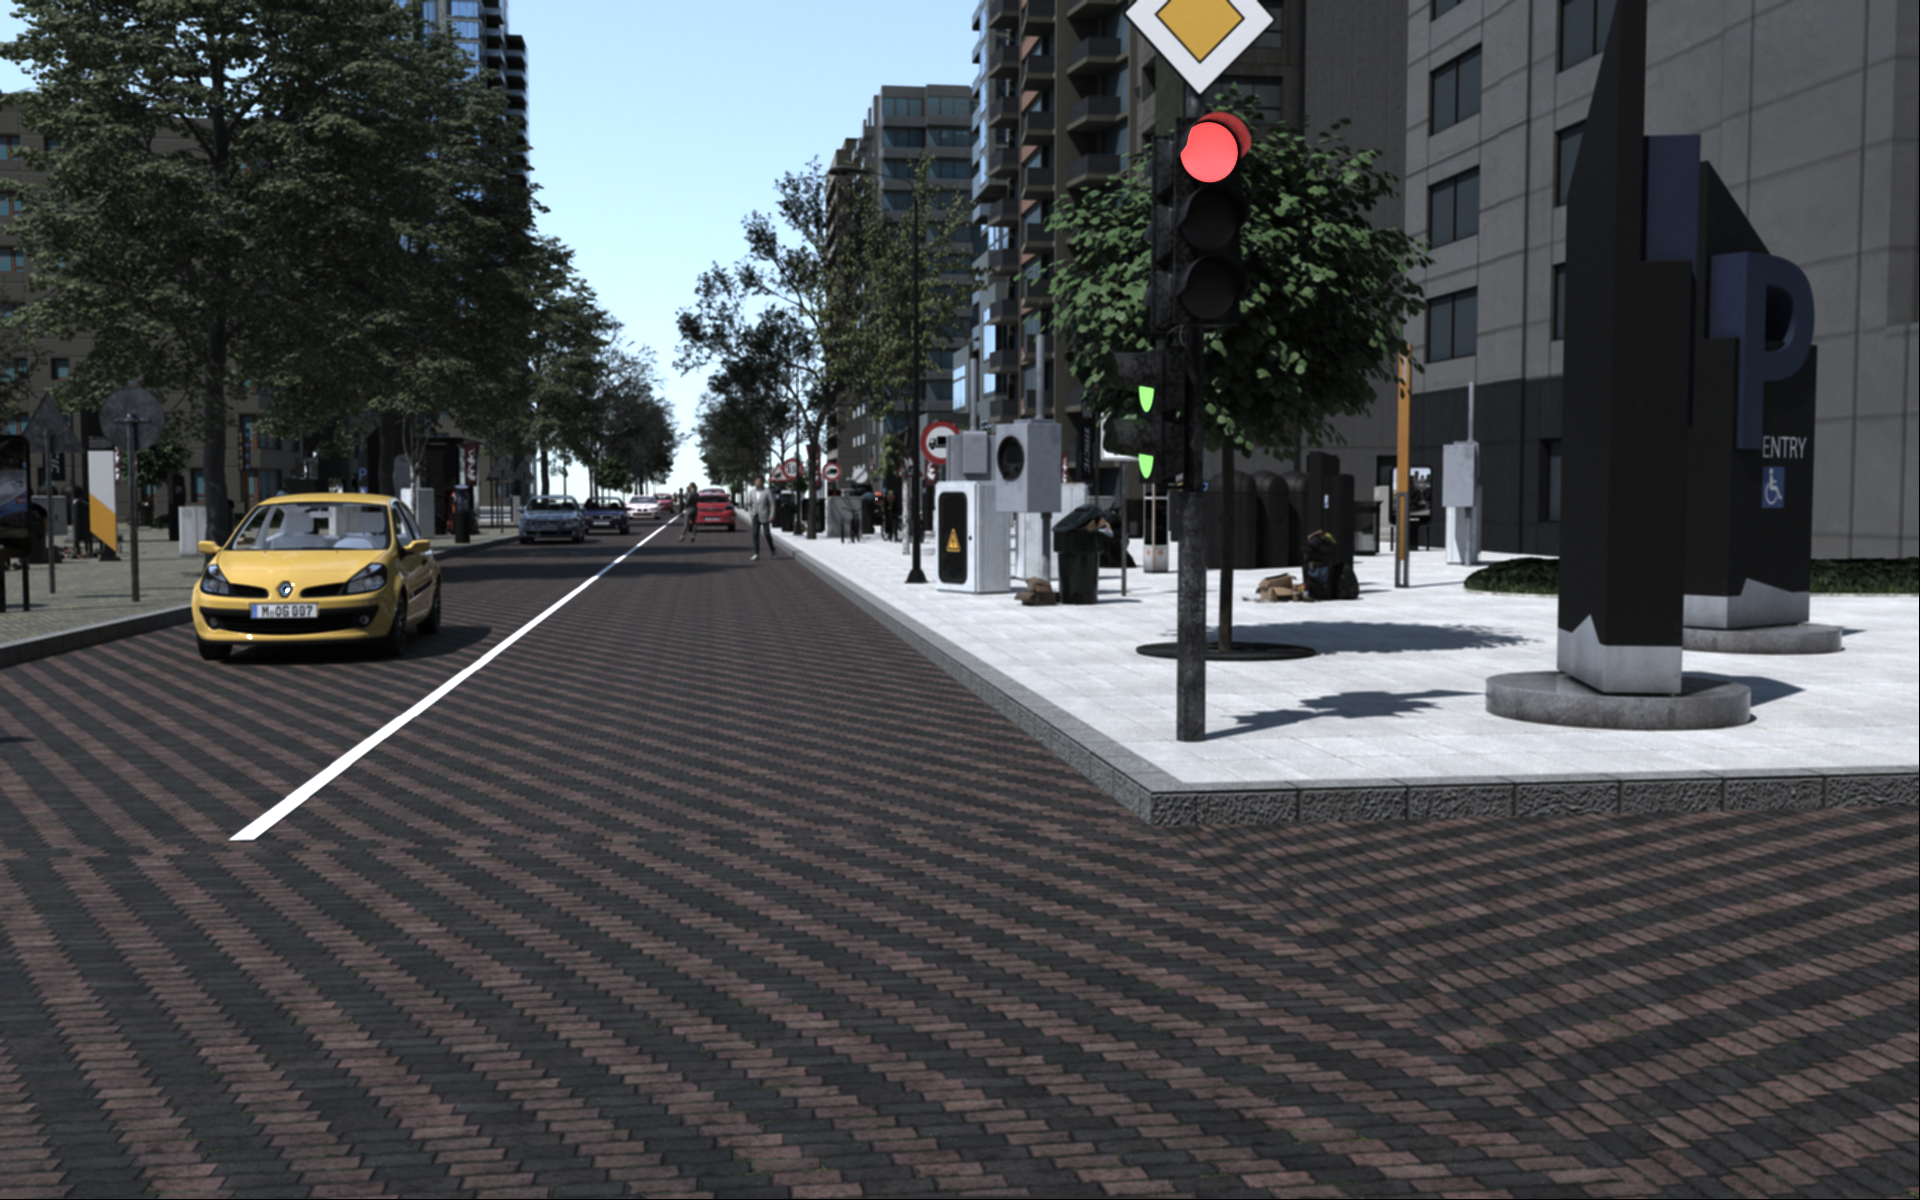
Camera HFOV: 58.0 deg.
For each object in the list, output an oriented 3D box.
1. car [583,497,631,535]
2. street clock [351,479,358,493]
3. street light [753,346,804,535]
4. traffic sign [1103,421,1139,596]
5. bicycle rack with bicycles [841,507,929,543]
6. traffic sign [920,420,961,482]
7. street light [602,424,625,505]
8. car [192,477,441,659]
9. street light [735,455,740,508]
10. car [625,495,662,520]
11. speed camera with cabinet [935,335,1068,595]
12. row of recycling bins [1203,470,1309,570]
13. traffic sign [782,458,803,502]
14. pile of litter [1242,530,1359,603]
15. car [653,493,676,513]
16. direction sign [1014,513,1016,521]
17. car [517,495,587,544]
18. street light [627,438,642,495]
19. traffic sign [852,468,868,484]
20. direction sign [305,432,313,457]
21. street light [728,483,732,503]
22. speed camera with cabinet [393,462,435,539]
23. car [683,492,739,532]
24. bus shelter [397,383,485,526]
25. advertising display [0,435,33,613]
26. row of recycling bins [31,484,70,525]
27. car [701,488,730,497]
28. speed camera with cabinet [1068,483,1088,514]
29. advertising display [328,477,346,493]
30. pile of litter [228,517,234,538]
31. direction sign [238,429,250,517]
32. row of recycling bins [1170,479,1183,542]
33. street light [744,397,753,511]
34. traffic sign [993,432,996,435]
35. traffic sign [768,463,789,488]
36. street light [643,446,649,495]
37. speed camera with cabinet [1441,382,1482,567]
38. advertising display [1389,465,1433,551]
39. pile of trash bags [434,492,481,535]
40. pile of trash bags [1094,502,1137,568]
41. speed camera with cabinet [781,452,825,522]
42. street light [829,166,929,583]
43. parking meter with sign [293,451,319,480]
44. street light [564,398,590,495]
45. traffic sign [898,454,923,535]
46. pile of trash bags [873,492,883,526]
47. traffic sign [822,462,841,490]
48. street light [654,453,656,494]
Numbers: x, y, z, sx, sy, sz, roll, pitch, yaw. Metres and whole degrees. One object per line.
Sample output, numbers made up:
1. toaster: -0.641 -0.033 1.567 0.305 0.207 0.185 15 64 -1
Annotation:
1. car: -12.690 -3.003 61.675 1.945 1.354 3.894 -1 4 -9
2. street clock: -28.206 -4.677 81.032 0.471 2.002 0.358 2 4 29
3. street light: -5.604 -4.982 53.992 1.470 5.913 1.316 -1 4 -8
4. traffic sign: 2.057 -1.196 21.689 0.606 2.300 0.079 0 4 -5
5. bicycle rack with bicycles: -2.110 -2.000 46.089 2.852 0.926 2.925 0 4 -3
6. traffic sign: -0.316 -1.824 29.934 0.768 2.556 0.104 0 4 -4
7. street light: -22.920 -8.632 113.668 1.470 5.913 1.316 -1 4 -8
8. car: -5.967 -0.374 16.335 2.015 1.641 3.980 -1 4 -10
9. street light: -12.086 -7.732 98.951 1.470 5.913 1.316 -1 4 -8
10. car: -18.000 -5.270 98.520 2.083 1.381 4.827 -1 4 -9
11. speed camera with cabinet: 0.455 -1.695 22.053 0.660 3.252 2.038 -2 4 -34
12. row of recycling bins: 5.607 -1.441 30.681 1.069 1.692 3.534 3 5 42
13. traffic sign: -5.952 -3.761 61.599 0.768 2.556 0.104 0 4 -8
14. pile of litter: 4.144 -0.435 21.079 1.719 0.858 1.176 -1 4 -22
15. car: -22.338 -7.384 129.770 2.155 1.783 4.494 0 4 -7
16. direction sign: 2.657 -5.629 84.032 0.379 3.537 0.876 1 4 13
17. car: -12.119 -2.419 51.549 2.014 1.417 4.499 -1 4 -10
18. street light: -27.311 -10.449 143.390 1.470 5.913 1.316 -1 4 -8
19. traffic sign: -4.806 -5.083 83.215 0.768 2.556 0.104 0 4 -8
20. direction sign: -21.518 -3.997 57.344 0.379 3.537 0.876 0 4 -8
21. street light: -16.459 -9.577 129.132 1.470 5.913 1.316 -1 4 -8
22. speed camera with cabinet: -15.891 -3.399 49.908 0.660 3.252 2.038 -3 5 -45
23. car: -9.625 -3.544 66.980 2.155 1.783 4.494 -1 4 -9
24. bus shelter: -19.563 -5.357 65.217 2.179 5.291 8.768 -1 4 -8
25. advertising display: -10.497 -0.819 18.612 0.123 1.923 0.974 3 4 37
26. row of recycling bins: -37.749 -3.894 70.778 3.534 1.692 1.069 -3 4 -37
27. car: -16.656 -6.624 116.971 2.281 1.827 5.304 0 4 -7
28. speed camera with cabinet: 0.841 -1.917 25.680 2.038 3.252 0.660 -1 4 -11
29. advertising display: -23.994 -3.764 66.747 0.974 1.923 0.123 3 4 37
30. pile of litter: -18.690 -1.866 44.481 1.176 0.858 1.719 0 4 -4
31. direction sign: -24.890 -4.176 60.271 0.876 3.537 0.379 3 5 44
32. row of recycling bins: 6.984 -2.375 45.948 1.069 1.692 3.534 -3 5 -39
33. street light: -9.667 -6.773 83.272 1.470 5.913 1.316 -1 4 -8
34. traffic sign: 0.917 -2.014 33.035 0.768 2.556 0.104 0 4 -4
35. traffic sign: -7.553 -4.409 72.098 0.884 2.594 0.081 0 4 -5
36. street light: -30.421 -11.807 165.578 1.470 5.913 1.316 -1 4 -8
37. speed camera with cabinet: 9.079 -2.262 31.314 0.660 3.252 2.038 1 4 20
38. advertising display: 10.120 -2.061 38.918 0.974 1.923 0.123 -1 4 -9
39. pile of trash bags: -16.283 -2.793 55.420 1.912 1.369 3.447 0 4 -8
40. pile of trash bags: 2.002 -1.322 31.374 1.912 1.369 3.447 0 4 -6
41. speed camera with cabinet: -7.102 -5.095 77.640 2.038 3.252 0.660 0 4 3
42. street light: -1.164 -3.194 24.766 1.470 5.913 1.316 -1 4 -8
43. parking meter with sign: -25.917 -4.398 68.170 0.543 3.016 1.738 1 4 10
44. street light: -18.542 -6.795 83.638 1.470 5.913 1.316 -1 4 -8
45. traffic sign: -1.582 -3.292 53.829 0.884 2.594 0.081 0 4 -7
46. pile of trash bags: -3.258 -3.802 71.920 1.912 1.369 3.447 -1 4 -9
47. traffic sign: -5.098 -4.208 68.911 0.768 2.556 0.104 0 4 -4
48. street light: -34.652 -13.600 194.908 1.470 5.913 1.316 -1 4 -8
